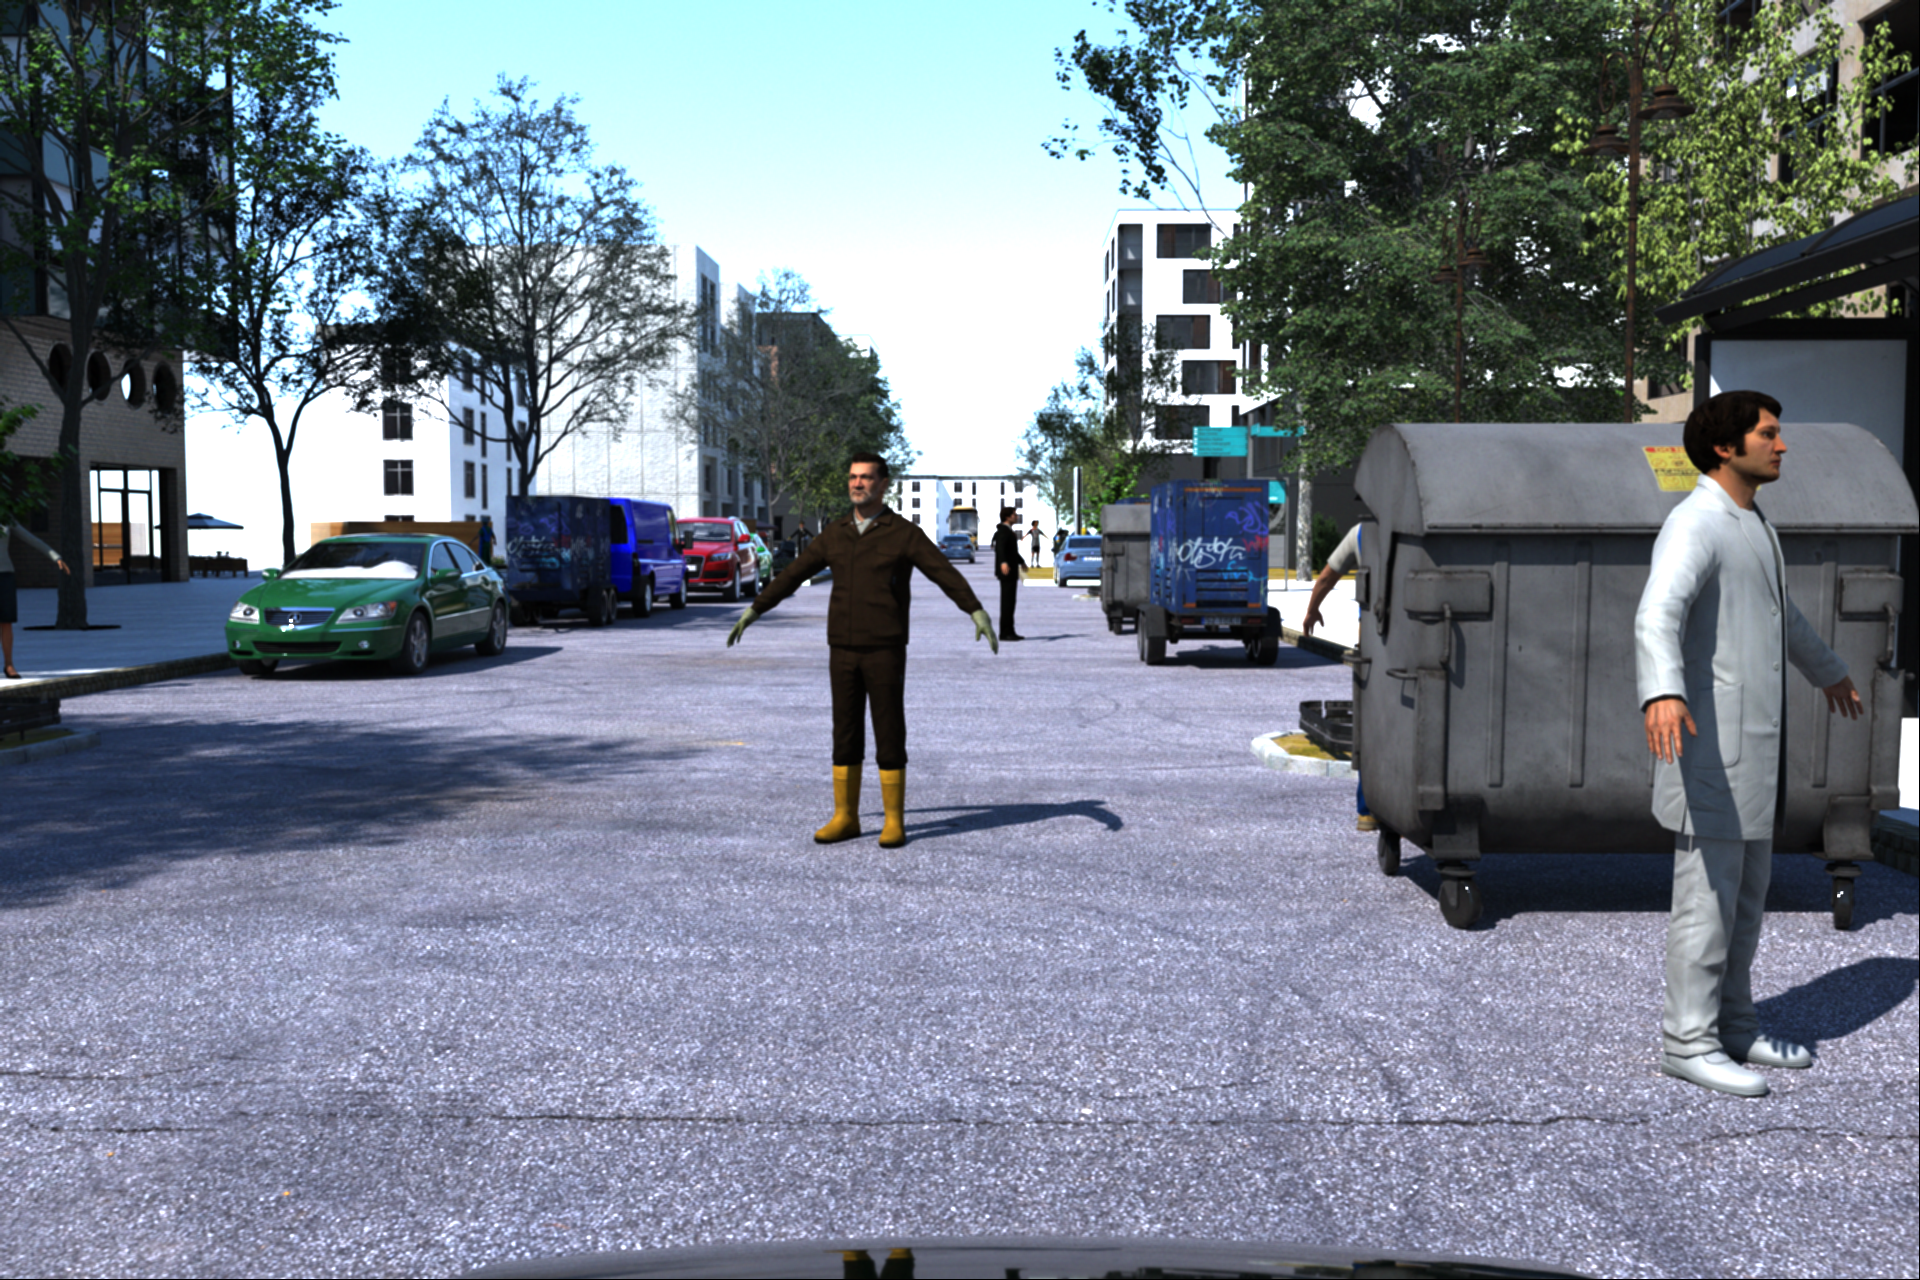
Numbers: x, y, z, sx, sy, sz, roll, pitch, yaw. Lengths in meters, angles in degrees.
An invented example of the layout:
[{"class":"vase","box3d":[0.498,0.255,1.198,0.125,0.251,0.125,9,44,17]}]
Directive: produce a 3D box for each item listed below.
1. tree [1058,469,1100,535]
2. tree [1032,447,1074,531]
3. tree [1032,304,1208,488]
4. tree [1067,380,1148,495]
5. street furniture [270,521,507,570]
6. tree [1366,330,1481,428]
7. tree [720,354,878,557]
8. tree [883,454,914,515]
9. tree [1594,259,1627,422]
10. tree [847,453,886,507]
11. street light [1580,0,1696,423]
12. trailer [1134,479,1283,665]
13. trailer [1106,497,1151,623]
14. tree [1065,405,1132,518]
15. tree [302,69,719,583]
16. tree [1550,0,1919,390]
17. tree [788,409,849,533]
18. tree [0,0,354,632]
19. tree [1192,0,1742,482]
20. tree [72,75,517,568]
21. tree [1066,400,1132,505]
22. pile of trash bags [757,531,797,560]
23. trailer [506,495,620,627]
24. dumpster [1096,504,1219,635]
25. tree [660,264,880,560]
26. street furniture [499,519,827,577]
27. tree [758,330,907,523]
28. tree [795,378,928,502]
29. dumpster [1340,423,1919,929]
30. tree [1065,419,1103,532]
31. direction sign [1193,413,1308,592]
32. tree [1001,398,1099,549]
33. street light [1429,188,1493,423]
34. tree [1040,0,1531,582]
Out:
[{"class":"tree","box3d":[17.965,-20.700,245.102,9.857,13.997,8.962,0,3,0]},{"class":"tree","box3d":[7.898,-11.572,139.558,4.360,8.622,3.978,0,3,0]},{"class":"tree","box3d":[6.610,-8.379,71.405,8.767,10.594,7.601,2,4,27]},{"class":"tree","box3d":[7.359,-8.037,81.759,4.360,8.622,3.978,0,3,0]},{"class":"street furniture","box3d":[-20.704,-3.285,60.570,9.812,1.723,11.010,-3,4,-36]},{"class":"tree","box3d":[15.801,-6.598,58.243,4.737,8.622,4.395,0,3,0]},{"class":"tree","box3d":[-8.493,-9.558,90.683,8.767,10.594,7.601,0,4,-1]},{"class":"tree","box3d":[-6.835,-12.448,153.886,4.360,8.622,3.978,0,3,0]},{"class":"tree","box3d":[23.734,-7.856,54.209,9.928,11.665,9.643,0,3,0]},{"class":"tree","box3d":[-7.666,-11.630,140.518,4.737,8.622,4.395,0,3,0]},{"class":"street light","box3d":[5.941,-2.604,15.360,0.468,5.910,1.993,0,4,1]},{"class":"trailer","box3d":[2.744,-0.789,19.944,1.471,1.999,3.904,0,4,0]},{"class":"trailer","box3d":[3.102,-1.319,28.615,1.471,1.999,3.904,0,4,0]},{"class":"tree","box3d":[7.732,-9.115,99.389,4.360,8.622,3.978,0,3,0]},{"class":"tree","box3d":[-11.500,-8.271,45.608,12.009,13.543,11.850,0,3,0]},{"class":"tree","box3d":[8.702,-4.214,19.263,4.737,8.622,4.395,0,3,0]},{"class":"tree","box3d":[-7.803,-8.990,97.343,4.737,8.622,4.395,0,3,0]},{"class":"tree","box3d":[-11.783,-5.944,22.936,9.928,11.665,9.643,0,3,0]},{"class":"tree","box3d":[8.695,-7.575,30.509,9.857,13.997,8.962,0,3,0]},{"class":"tree","box3d":[-12.699,-6.018,32.810,8.767,10.594,7.601,-1,4,-15]},{"class":"tree","box3d":[7.732,-8.723,92.978,4.737,8.622,4.395,0,3,0]},{"class":"pile of trash bags","box3d":[-6.673,-3.098,60.406,1.912,1.369,3.447,0,4,1]},{"class":"trailer","box3d":[-6.216,-1.181,26.358,1.471,1.999,3.904,0,4,1]},{"class":"dumpster","box3d":[2.934,-1.029,25.035,1.865,1.857,1.264,0,4,0]},{"class":"tree","box3d":[-8.453,-10.273,78.330,12.009,13.543,11.850,0,3,0]},{"class":"street furniture","box3d":[-7.851,-2.786,52.404,9.812,1.723,11.010,3,5,43]},{"class":"tree","box3d":[-8.091,-12.426,109.822,9.857,13.997,8.962,0,3,0]},{"class":"tree","box3d":[-7.394,-13.454,130.345,12.009,13.543,11.850,0,3,0]},{"class":"dumpster","box3d":[2.515,0.090,6.751,1.865,1.857,1.264,0,4,0]},{"class":"tree","box3d":[7.629,-9.452,104.908,4.360,8.622,3.978,0,3,0]},{"class":"direction sign","box3d":[6.407,-2.999,37.804,2.525,3.948,1.411,0,4,1]},{"class":"tree","box3d":[8.625,-14.883,153.698,12.009,13.543,11.850,0,3,0]},{"class":"street light","box3d":[6.792,-3.110,23.639,0.468,5.910,1.993,0,4,1]},{"class":"tree","box3d":[8.392,-11.560,44.901,12.611,20.169,13.585,0,3,0]}]
